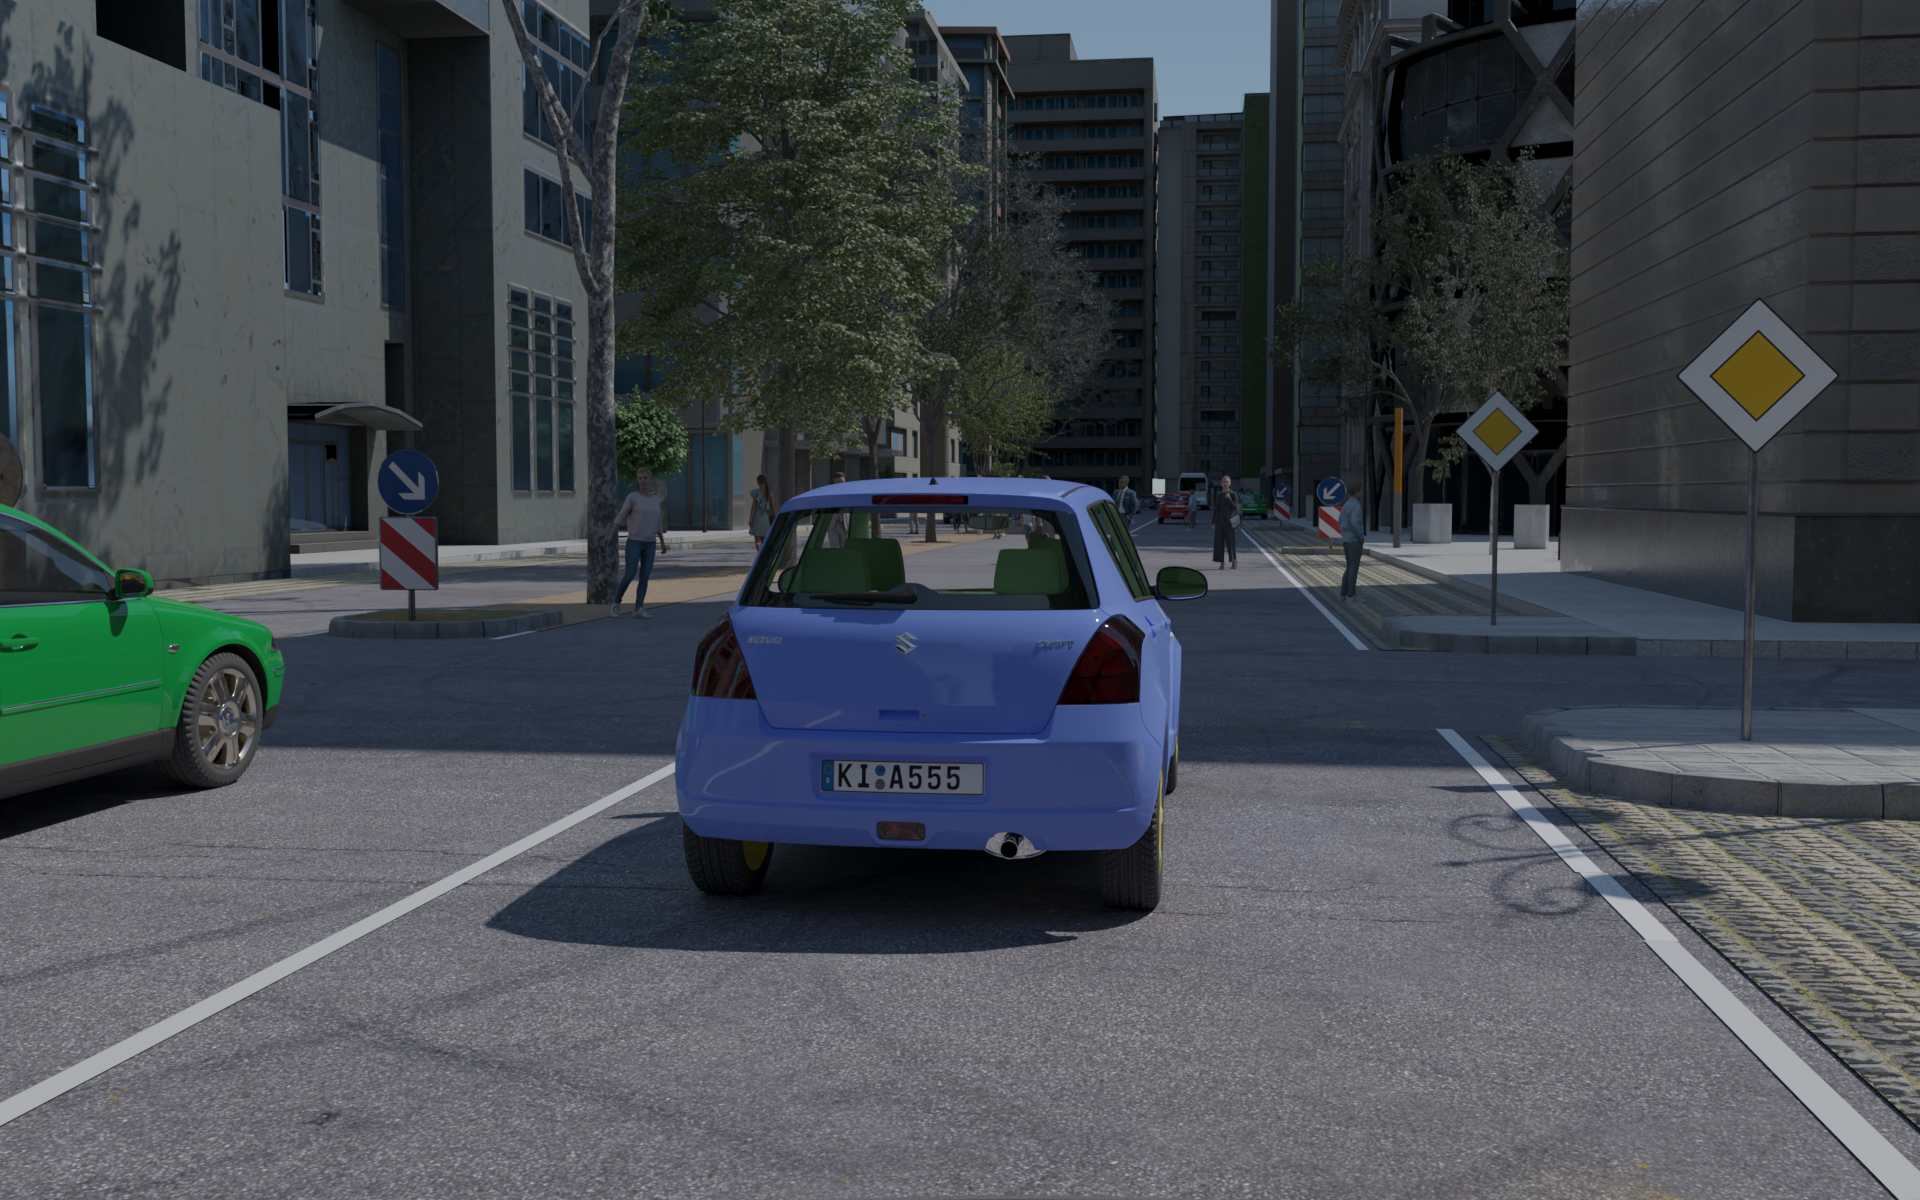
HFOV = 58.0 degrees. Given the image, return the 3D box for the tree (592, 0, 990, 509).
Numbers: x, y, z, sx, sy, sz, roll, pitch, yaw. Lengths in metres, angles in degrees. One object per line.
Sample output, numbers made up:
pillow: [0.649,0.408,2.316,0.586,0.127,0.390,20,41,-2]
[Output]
tree: [-3.343,-6.880,33.076,7.486,12.596,7.792,0,3,0]

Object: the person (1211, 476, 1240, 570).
person: [5.045,-1.470,32.955,0.576,1.772,0.534,1,4,18]

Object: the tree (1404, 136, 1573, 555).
tree: [11.322,-5.273,36.570,4.360,8.622,3.978,0,3,0]

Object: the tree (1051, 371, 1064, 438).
tree: [2.152,-7.119,69.218,4.737,8.622,4.395,0,3,0]

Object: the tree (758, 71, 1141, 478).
tree: [-0.847,-8.413,50.385,12.009,13.543,11.850,0,3,0]

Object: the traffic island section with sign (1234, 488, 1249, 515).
traffic island section with sign: [19.562,-6.691,118.029,1.989,1.847,2.006,0,4,8]

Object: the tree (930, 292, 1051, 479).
tree: [0.864,-6.832,64.524,4.737,8.622,4.395,0,3,0]

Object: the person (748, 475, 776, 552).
person: [-3.846,-1.548,33.904,0.616,1.811,0.778,-1,4,-17]

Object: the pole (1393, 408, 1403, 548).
pole: [10.410,-2.895,41.168,0.158,3.312,0.155,0,3,0]

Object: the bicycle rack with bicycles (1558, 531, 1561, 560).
bicycle rack with bicycles: [12.818,-1.226,33.428,2.852,0.926,2.925,-2,4,-34]

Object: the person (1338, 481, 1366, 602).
person: [5.185,-0.765,22.823,0.330,1.601,0.589,0,3,0]

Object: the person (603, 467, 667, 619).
person: [-3.808,-0.657,19.908,0.598,1.740,0.731,3,4,38]

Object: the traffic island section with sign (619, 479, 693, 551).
traffic island section with sign: [-7.981,-2.197,44.552,1.989,1.847,2.006,0,4,8]

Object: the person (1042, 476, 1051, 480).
person: [1.771,-1.647,35.527,0.767,1.812,0.694,2,4,33]

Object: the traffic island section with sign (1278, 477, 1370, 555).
traffic island section with sign: [8.708,-2.002,41.368,1.989,1.847,2.006,0,4,8]

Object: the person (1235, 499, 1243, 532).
person: [10.629,-3.236,66.091,0.332,1.250,0.352,1,4,20]

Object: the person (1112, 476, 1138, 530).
person: [3.287,-1.634,35.396,0.721,1.800,0.419,2,4,28]

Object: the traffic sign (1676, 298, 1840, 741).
traffic sign: [4.093,-0.325,8.962,0.795,2.450,0.064,0,4,8]

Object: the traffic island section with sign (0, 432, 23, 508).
traffic island section with sign: [-6.528,-0.162,10.779,2.006,1.907,1.989,0,4,8]

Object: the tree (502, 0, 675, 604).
tree: [-5.722,-10.066,22.926,12.611,20.169,13.585,0,3,0]

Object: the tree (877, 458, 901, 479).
tree: [-3.856,-5.940,91.726,1.663,3.219,1.824,0,3,0]

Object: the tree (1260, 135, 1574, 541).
tree: [12.227,-6.829,46.062,8.767,10.594,7.601,0,4,7]

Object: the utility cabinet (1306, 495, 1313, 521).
utility cabinet: [16.597,-4.301,81.480,0.306,1.237,1.020,-1,4,-10]

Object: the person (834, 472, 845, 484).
person: [-1.967,-1.196,28.330,0.678,1.792,0.850,-1,4,-12]

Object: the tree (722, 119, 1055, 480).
tree: [-1.877,-6.347,40.635,8.767,10.594,7.601,0,4,8]

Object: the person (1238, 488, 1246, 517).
person: [17.877,-6.178,109.514,0.705,1.824,1.348,3,5,39]

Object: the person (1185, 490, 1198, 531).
person: [9.053,-3.503,67.588,0.589,1.601,0.330,-3,5,-44]

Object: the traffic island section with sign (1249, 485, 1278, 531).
traffic island section with sign: [12.494,-3.635,68.057,1.989,1.847,2.006,0,4,8]

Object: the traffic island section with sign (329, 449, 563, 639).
traffic island section with sign: [-5.480,-0.610,18.112,2.006,1.907,1.989,0,4,8]

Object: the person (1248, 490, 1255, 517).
person: [18.533,-6.190,110.647,0.436,1.711,0.756,-1,4,-23]

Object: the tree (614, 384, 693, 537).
tree: [-9.634,-4.166,51.834,4.285,4.588,4.351,0,3,0]
